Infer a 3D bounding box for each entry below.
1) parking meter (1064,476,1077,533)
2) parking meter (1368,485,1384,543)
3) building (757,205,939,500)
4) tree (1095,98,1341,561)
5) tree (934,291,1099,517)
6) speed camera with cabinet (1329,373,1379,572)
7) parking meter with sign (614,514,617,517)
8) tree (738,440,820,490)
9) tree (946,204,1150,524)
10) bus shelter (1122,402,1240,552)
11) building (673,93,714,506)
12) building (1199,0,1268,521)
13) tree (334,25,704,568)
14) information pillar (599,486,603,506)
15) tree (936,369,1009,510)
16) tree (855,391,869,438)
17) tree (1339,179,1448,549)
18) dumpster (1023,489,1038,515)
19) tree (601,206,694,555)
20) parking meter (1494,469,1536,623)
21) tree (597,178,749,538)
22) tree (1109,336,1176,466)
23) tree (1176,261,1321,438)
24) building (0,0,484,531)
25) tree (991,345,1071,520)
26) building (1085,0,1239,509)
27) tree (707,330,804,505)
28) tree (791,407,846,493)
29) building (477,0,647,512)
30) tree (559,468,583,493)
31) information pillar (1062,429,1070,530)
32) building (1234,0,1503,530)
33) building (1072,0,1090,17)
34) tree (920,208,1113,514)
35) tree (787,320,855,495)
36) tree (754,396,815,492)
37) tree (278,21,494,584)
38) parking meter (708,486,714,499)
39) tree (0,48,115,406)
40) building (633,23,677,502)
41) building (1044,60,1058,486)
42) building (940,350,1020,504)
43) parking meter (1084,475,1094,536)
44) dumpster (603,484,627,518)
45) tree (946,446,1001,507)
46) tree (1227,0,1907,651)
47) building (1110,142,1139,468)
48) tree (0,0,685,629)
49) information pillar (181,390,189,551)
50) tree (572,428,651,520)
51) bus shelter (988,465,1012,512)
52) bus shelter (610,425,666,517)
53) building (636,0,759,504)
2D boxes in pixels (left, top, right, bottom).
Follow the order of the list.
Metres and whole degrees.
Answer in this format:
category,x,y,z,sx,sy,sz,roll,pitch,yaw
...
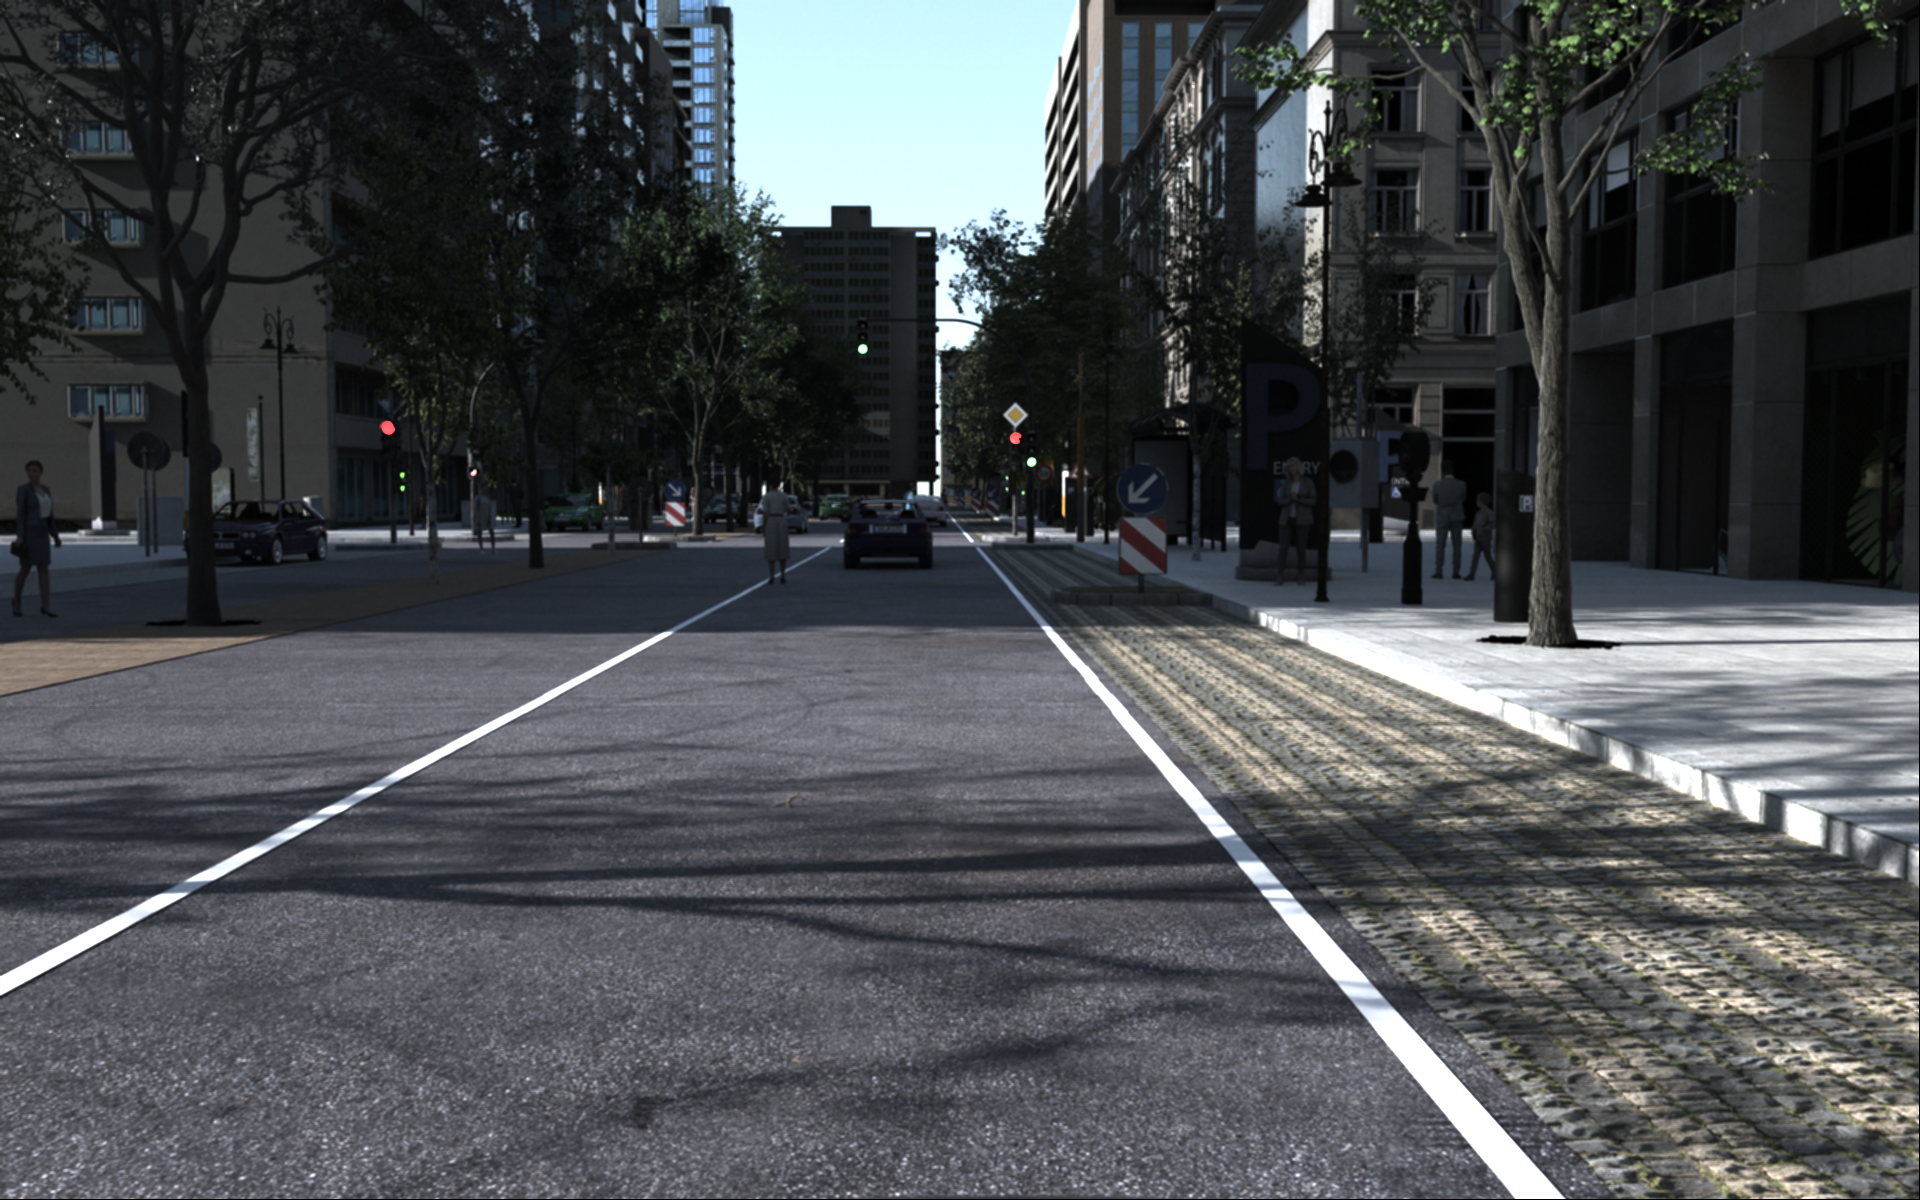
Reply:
category,x,y,z,sx,sy,sz,roll,pitch,yaw
parking meter,3.657,-3.145,57.137,0.399,1.863,0.255,0,4,-3
parking meter,10.937,-2.270,45.525,0.372,1.533,0.369,0,3,0
building,-14.822,-33.279,235.987,23.993,40.220,32.217,0,4,-1
tree,4.779,-5.056,33.034,4.360,8.622,3.978,0,3,0
tree,3.129,-10.969,96.357,9.611,12.733,9.660,0,3,0
speed camera with cabinet,5.913,-2.105,28.745,2.038,3.252,0.660,3,5,45
parking meter with sign,-19.331,-6.169,97.131,0.543,3.016,1.738,-1,4,-10
tree,-20.219,-16.854,192.569,9.611,12.733,9.660,0,3,0
tree,3.967,-9.183,68.273,7.486,12.596,7.792,0,3,0
bus shelter,5.126,-2.877,40.967,2.014,3.302,5.546,0,4,-1
building,-42.065,-32.367,183.820,28.867,44.769,22.147,0,4,-1
building,18.300,-18.645,92.237,14.401,28.519,23.554,0,4,-1
tree,-8.127,-5.901,33.347,8.767,10.594,7.601,0,4,-1
information pillar,-18.820,-6.081,90.772,0.183,3.616,0.504,-1,4,-23
tree,2.450,-14.156,141.828,12.009,13.543,11.850,0,3,0
tree,-8.736,-8.950,83.196,8.767,10.594,7.601,0,4,-1
tree,9.289,-5.514,40.521,4.360,8.622,3.978,0,3,0
dumpster,4.413,-6.167,103.323,1.502,2.255,1.985,0,4,-1
tree,-8.089,-5.329,39.957,4.737,8.622,4.395,0,3,0
parking meter,5.566,-0.549,17.386,0.372,1.533,0.369,0,3,0
tree,-8.476,-7.833,56.274,9.928,11.665,9.643,0,3,0
tree,8.593,-8.017,81.433,4.737,8.622,4.395,0,3,0
tree,9.524,-6.439,55.641,4.737,8.622,4.395,0,3,0
building,-32.909,-27.268,69.541,21.300,48.544,21.600,0,4,-1
tree,3.787,-8.266,85.513,4.360,8.622,3.978,0,3,0
building,18.093,-30.254,144.766,14.600,45.320,14.200,0,4,-1
tree,-20.476,-19.172,169.357,12.611,20.169,13.585,0,3,0
tree,-9.504,-9.861,114.045,4.360,8.622,3.978,0,3,0
building,-38.361,-31.953,142.037,23.786,49.044,30.456,0,4,-1
tree,-24.968,-7.227,112.755,1.663,3.219,1.824,0,3,0
information pillar,3.848,-4.355,62.561,0.183,3.616,0.504,-1,4,-22
building,27.169,-14.389,68.540,30.059,22.955,16.112,0,4,-1
building,20.891,-32.959,162.583,21.300,48.544,21.600,0,4,-1
tree,3.638,-15.713,112.796,12.611,20.169,13.585,0,3,0
tree,-8.624,-7.846,65.153,8.767,10.594,7.601,0,4,-1
tree,-9.332,-8.392,90.029,4.737,8.622,4.395,0,3,0
tree,-8.283,-4.531,26.901,4.737,8.622,4.395,0,3,0
parking meter,-17.676,-7.166,122.868,0.255,1.863,0.399,3,5,39
tree,-16.577,-4.822,29.195,4.737,8.622,4.395,0,3,0
building,-35.061,-31.461,164.495,14.600,45.320,14.200,0,4,-1
building,20.342,-34.345,185.234,21.300,48.544,21.600,0,4,-1
building,11.879,-23.787,233.955,28.899,21.520,27.650,0,4,-1
parking meter,3.890,-2.863,52.518,0.255,1.863,0.399,-1,4,-22
dumpster,-18.662,-5.395,93.974,1.264,1.857,1.865,0,4,-1
tree,2.217,-15.734,191.660,8.767,10.594,7.601,2,4,26
tree,4.856,-5.423,14.422,9.928,11.665,9.643,0,3,0
building,18.069,-20.099,116.008,14.401,28.519,23.554,0,4,-1
tree,-8.195,-6.451,18.294,12.009,13.543,11.850,0,3,0
information pillar,-17.463,-2.933,39.304,0.183,3.616,0.504,0,4,7
tree,-17.519,-6.258,86.033,4.285,4.588,4.351,0,3,0
bus shelter,3.101,-7.920,123.414,2.014,3.302,5.546,0,4,-1
bus shelter,-19.209,-7.668,102.999,2.179,5.291,8.768,0,4,-1
building,-42.599,-55.979,227.933,31.000,86.520,22.319,0,4,-1
